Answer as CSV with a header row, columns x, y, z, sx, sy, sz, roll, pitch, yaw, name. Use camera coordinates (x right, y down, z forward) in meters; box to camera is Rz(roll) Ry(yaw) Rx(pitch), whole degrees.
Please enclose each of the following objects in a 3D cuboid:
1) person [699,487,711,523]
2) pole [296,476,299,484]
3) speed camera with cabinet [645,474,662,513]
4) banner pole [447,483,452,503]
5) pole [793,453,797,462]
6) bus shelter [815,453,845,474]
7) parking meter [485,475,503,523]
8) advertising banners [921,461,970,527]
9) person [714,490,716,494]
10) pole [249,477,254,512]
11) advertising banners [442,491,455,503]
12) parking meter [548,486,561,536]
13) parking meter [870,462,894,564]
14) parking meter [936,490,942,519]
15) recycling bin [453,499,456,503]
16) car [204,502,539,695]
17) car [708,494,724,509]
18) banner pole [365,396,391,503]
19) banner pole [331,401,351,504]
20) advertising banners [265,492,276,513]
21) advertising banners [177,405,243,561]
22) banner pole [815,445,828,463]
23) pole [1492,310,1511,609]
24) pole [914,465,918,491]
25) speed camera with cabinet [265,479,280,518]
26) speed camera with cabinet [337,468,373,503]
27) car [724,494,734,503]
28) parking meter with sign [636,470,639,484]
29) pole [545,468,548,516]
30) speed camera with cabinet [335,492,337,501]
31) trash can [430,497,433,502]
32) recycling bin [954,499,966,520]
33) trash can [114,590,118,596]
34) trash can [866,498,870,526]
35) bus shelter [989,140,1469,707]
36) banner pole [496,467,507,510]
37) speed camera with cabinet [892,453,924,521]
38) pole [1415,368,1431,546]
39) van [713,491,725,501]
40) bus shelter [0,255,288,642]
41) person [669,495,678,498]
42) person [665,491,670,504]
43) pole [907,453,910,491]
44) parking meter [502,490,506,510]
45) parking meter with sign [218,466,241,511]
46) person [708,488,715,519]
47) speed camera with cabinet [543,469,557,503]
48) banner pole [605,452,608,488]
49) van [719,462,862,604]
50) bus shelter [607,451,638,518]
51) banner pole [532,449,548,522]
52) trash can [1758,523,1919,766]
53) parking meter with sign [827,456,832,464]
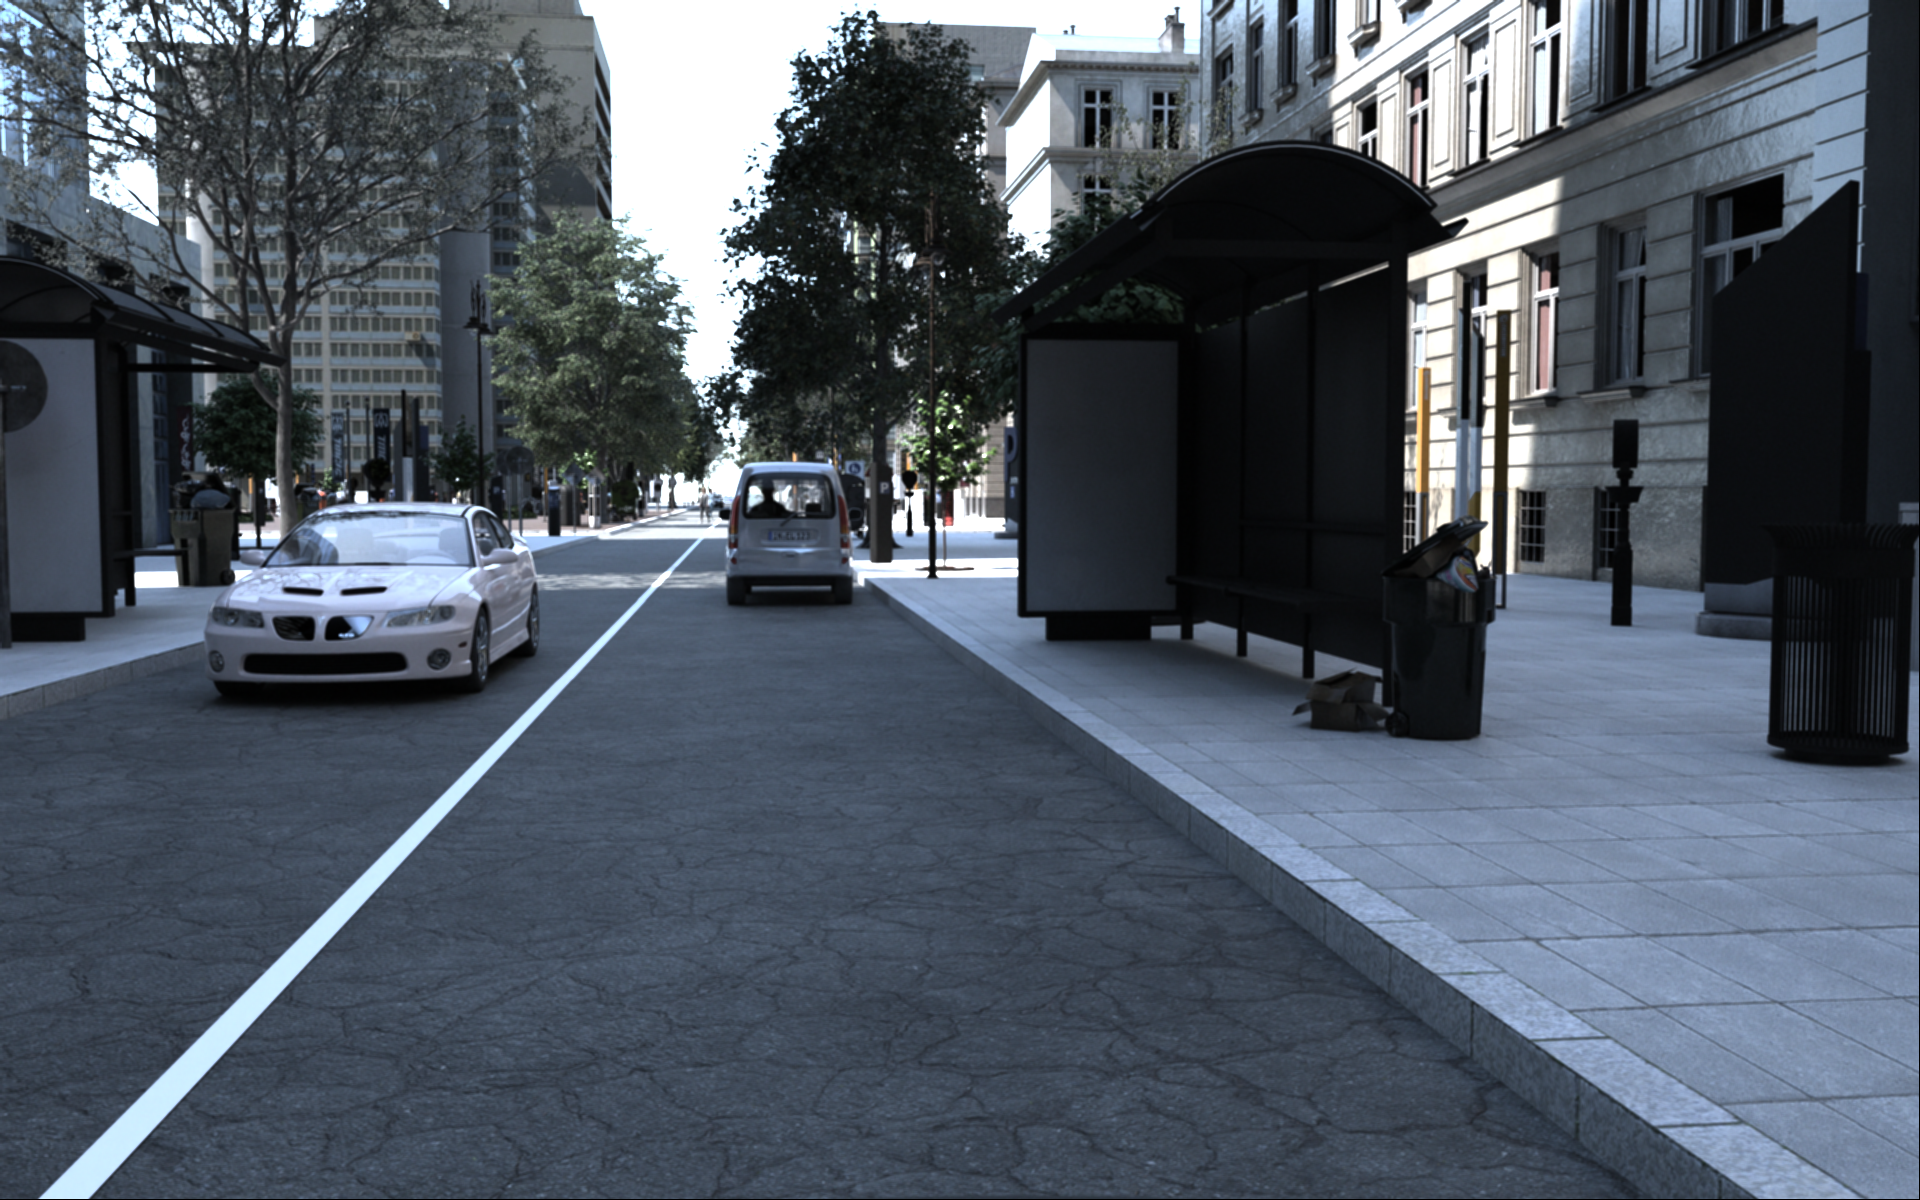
x,y,z,sx,sy,sz,roll,pitch,yaw,name
-12.524,-4.688,85.329,0.709,1.800,0.728,2,4,32,person
-47.754,-8.017,124.920,0.158,3.312,0.155,0,3,0,pole
-21.444,-7.604,118.654,2.038,3.252,0.660,-2,4,-33,speed camera with cabinet
-37.321,-8.381,127.043,0.863,3.779,0.401,-2,4,-30,banner pole
-8.019,-5.537,84.381,0.158,3.312,0.155,0,3,0,pole
-6.951,-5.775,88.347,2.014,3.302,5.546,0,4,-7,bus shelter
-14.187,-2.886,52.898,0.399,1.863,0.255,-2,4,-27,parking meter
-0.497,-4.376,67.733,2.074,3.025,0.090,-1,4,-13,advertising banners
-26.276,-10.851,185.916,0.705,1.824,1.348,0,4,4,person
-43.330,-6.851,105.856,0.158,3.312,0.155,0,3,0,pole
-29.208,-6.323,99.568,0.090,3.025,2.074,1,4,14,advertising banners
-12.423,-2.728,53.018,0.372,1.533,0.369,0,3,0,parking meter
-1.449,-1.614,32.105,0.399,1.863,0.255,-2,4,-32,parking meter
-1.023,-4.873,88.080,0.372,1.533,0.369,0,3,0,parking meter
-28.060,-5.189,97.402,0.722,1.027,0.722,-2,4,-35,recycling bin
-4.533,-0.095,13.919,2.083,1.381,4.827,0,4,-6,car
-24.551,-9.989,173.104,2.009,1.686,4.222,0,4,-5,car
-14.970,-3.329,44.454,0.863,3.779,0.401,1,4,11,banner pole
-16.652,-3.469,46.728,0.863,3.779,0.401,2,4,26,banner pole
-47.637,-7.586,120.218,0.090,3.025,2.074,1,4,21,advertising banners
-14.664,-2.300,33.794,2.074,3.025,0.090,2,4,35,advertising banners
-6.699,-5.795,84.758,0.863,3.779,0.401,-2,4,-26,banner pole
6.040,-1.559,19.331,0.158,3.312,0.155,0,3,0,pole
-2.305,-5.929,90.785,0.158,3.312,0.155,0,3,0,pole
-40.942,-6.719,104.190,2.038,3.252,0.660,3,4,36,speed camera with cabinet
-39.747,-7.318,113.993,2.038,3.252,0.660,0,4,7,speed camera with cabinet
-36.339,-16.029,271.668,1.945,1.707,3.694,0,4,-7,car
-23.082,-7.779,123.448,0.543,3.016,1.738,1,4,12,parking meter with sign
-23.836,-6.481,99.809,0.158,3.312,0.155,0,3,0,pole
-44.240,-7.894,123.396,0.660,3.252,2.038,-3,5,-39,speed camera with cabinet
-28.172,-4.880,91.441,0.748,1.137,0.748,0,3,0,trash can
-0.114,-4.407,84.602,0.722,1.027,0.722,1,4,9,recycling bin
-10.490,-0.562,20.847,0.748,1.137,0.748,0,3,0,trash can
-3.308,-3.323,65.990,0.748,1.137,0.748,0,3,0,trash can
1.596,-1.147,12.683,2.014,3.302,5.546,0,4,-7,bus shelter
-29.868,-7.523,113.021,0.863,3.779,0.401,-2,4,-31,banner pole
-2.471,-5.431,83.126,2.038,3.252,0.660,3,4,36,speed camera with cabinet
7.499,-2.092,28.054,0.158,3.312,0.155,0,3,0,pole
-31.672,-13.415,226.341,2.013,2.044,4.112,0,4,-7,van
-8.505,-1.439,17.444,2.014,3.302,5.546,0,4,-7,bus shelter
-35.718,-12.622,215.654,1.217,1.735,0.721,0,4,-2,person
-36.385,-12.758,217.237,1.348,1.807,0.705,2,4,24,person
-2.540,-5.599,85.385,0.158,3.312,0.155,0,3,0,pole
-32.286,-6.969,122.359,0.372,1.533,0.369,0,3,0,parking meter
-47.296,-7.083,112.067,1.738,3.016,0.543,1,4,13,parking meter with sign
-14.135,-5.477,98.312,0.793,1.790,0.793,-2,4,-27,person
-27.494,-7.447,116.094,0.660,3.252,2.038,-2,4,-25,speed camera with cabinet
-17.990,-5.960,87.467,0.401,3.779,0.863,1,4,21,banner pole
-2.340,-1.033,23.901,2.013,2.044,4.112,0,4,-5,van
-18.925,-6.451,96.750,1.731,3.624,6.357,0,4,-7,bus shelter
-19.440,-5.511,80.121,0.863,3.779,0.401,-3,5,-44,banner pole
4.251,0.201,8.366,0.748,1.137,0.748,0,3,0,trash can
-5.895,-5.123,80.025,0.543,3.016,1.738,0,4,-7,parking meter with sign
